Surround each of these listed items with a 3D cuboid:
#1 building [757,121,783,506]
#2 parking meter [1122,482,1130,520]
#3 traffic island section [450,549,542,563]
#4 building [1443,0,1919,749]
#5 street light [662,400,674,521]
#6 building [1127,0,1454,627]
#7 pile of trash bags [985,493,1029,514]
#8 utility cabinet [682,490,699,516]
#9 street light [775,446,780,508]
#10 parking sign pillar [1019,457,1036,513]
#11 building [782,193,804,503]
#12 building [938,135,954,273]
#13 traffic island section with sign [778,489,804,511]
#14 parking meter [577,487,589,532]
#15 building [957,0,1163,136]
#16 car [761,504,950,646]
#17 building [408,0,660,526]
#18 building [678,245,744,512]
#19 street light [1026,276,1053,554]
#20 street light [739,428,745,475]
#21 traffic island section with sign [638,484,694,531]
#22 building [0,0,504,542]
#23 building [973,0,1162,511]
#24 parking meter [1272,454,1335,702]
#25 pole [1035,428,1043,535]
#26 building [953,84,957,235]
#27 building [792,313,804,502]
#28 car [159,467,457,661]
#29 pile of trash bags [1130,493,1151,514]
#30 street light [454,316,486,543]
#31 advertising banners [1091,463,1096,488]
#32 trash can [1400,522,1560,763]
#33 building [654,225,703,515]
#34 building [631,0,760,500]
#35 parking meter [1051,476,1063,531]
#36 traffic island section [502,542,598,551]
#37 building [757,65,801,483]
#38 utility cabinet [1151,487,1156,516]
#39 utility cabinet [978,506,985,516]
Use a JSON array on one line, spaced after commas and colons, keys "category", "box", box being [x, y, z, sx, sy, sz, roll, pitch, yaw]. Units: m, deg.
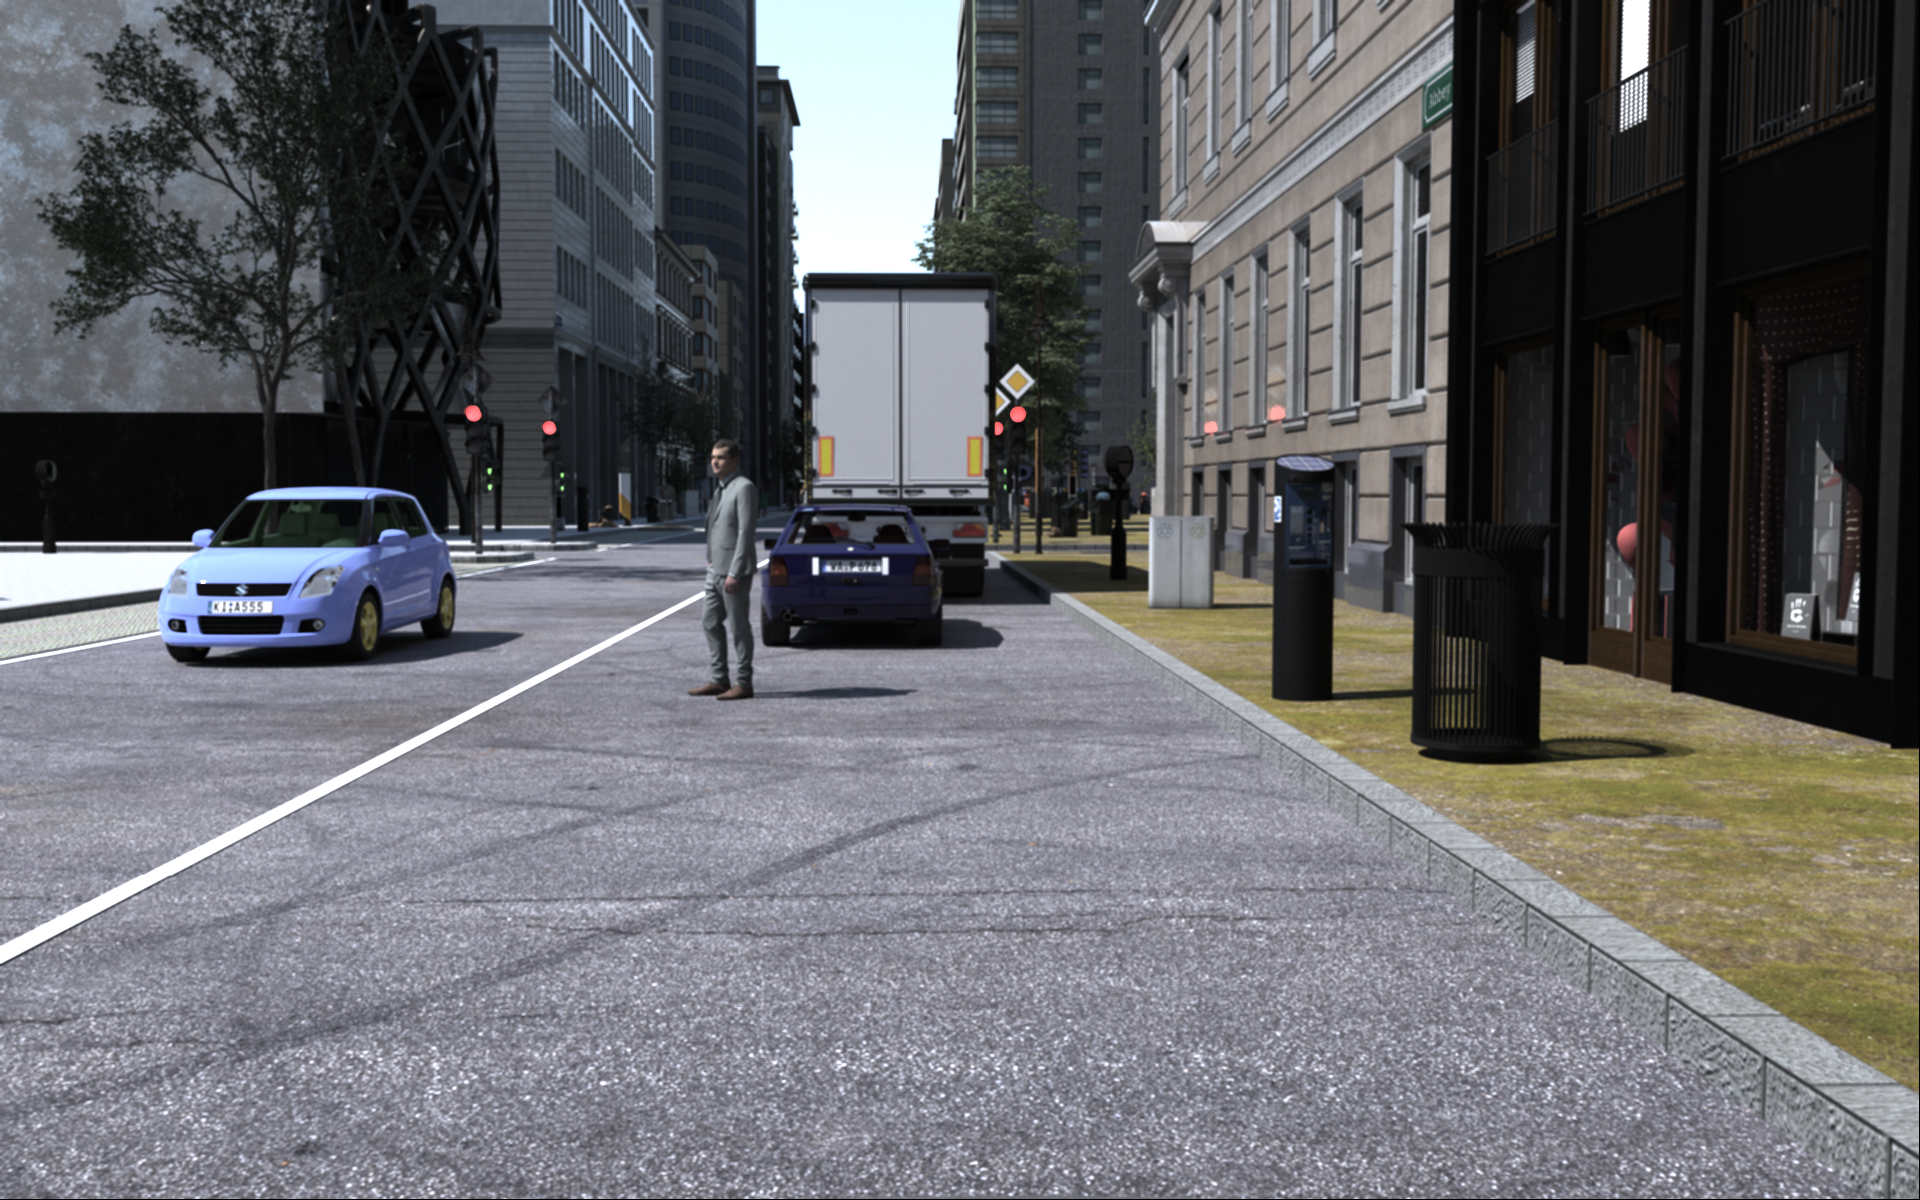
[{"category": "building", "box": [-26.448, -30.627, 184.352, 14.154, 41.232, 14.086, 0, 4, -2]}, {"category": "parking meter", "box": [8.204, -4.904, 85.893, 0.399, 1.863, 0.255, 2, 4, 24]}, {"category": "traffic island section", "box": [-10.285, -0.899, 36.977, 2.009, 0.180, 2.903, 0, 4, -2]}, {"category": "building", "box": [10.810, -10.865, 7.321, 12.332, 23.373, 15.834, 0, 4, -2]}, {"category": "street light", "box": [-13.965, -6.719, 82.637, 0.468, 5.910, 1.993, 0, 4, -2]}, {"category": "building", "box": [10.525, -14.630, 25.101, 13.634, 28.700, 20.117, 0, 4, -2]}, {"category": "pile of trash bags", "box": [3.201, -6.387, 114.176, 3.447, 1.369, 1.912, 1, 4, 23]}, {"category": "utility cabinet", "box": [-15.630, -5.605, 100.318, 0.318, 1.500, 1.173, 2, 4, 31]}, {"category": "street light", "box": [-16.749, -11.418, 159.464, 0.468, 5.910, 1.993, 0, 4, -2]}, {"category": "parking sign pillar", "box": [4.413, -7.847, 116.771, 1.447, 3.967, 1.447, 1, 4, 20]}, {"category": "building", "box": [-34.456, -38.444, 248.168, 23.786, 49.044, 30.456, 0, 4, -2]}, {"category": "building", "box": [8.036, -36.796, 225.311, 21.300, 48.544, 21.600, 0, 4, -2]}, {"category": "traffic island section with sign", "box": [-14.205, -8.331, 144.846, 1.989, 1.847, 2.006, 0, 4, -2]}, {"category": "parking meter", "box": [-12.927, -3.116, 59.350, 0.372, 1.533, 0.369, 0, 3, 0]}, {"category": "building", "box": [10.712, -32.382, 153.150, 21.300, 48.544, 21.600, 0, 4, -2]}, {"category": "car", "box": [-1.064, -0.315, 17.735, 1.945, 1.354, 3.894, 0, 4, -2]}, {"category": "building", "box": [-22.160, -18.708, 83.376, 11.434, 29.767, 29.804, 0, 4, -2]}, {"category": "building", "box": [-32.011, -17.699, 134.423, 27.650, 21.520, 28.899, 0, 4, -2]}, {"category": "street light", "box": [1.689, -3.923, 36.927, 0.468, 5.910, 1.993, 0, 4, -2]}, {"category": "street light", "box": [-15.305, -9.096, 121.503, 0.468, 5.910, 1.993, 0, 4, -2]}, {"category": "traffic island section with sign", "box": [-11.404, -3.595, 67.400, 1.989, 1.847, 2.006, 0, 4, -2]}, {"category": "building", "box": [-23.333, -11.412, 54.036, 16.820, 18.784, 16.811, 0, 4, -2]}, {"category": "building", "box": [7.934, -27.637, 135.452, 14.154, 41.232, 14.086, 0, 4, -2]}, {"category": "parking meter", "box": [2.150, -0.149, 10.839, 0.372, 1.533, 0.369, 0, 3, 0]}, {"category": "pole", "box": [2.455, -3.667, 53.798, 0.158, 3.312, 0.155, 0, 3, 0]}, {"category": "building", "box": [10.682, -34.222, 179.130, 23.786, 49.044, 30.456, 0, 4, -2]}, {"category": "building", "box": [-30.026, -30.547, 271.150, 14.160, 30.474, 14.107, 0, 4, -2]}, {"category": "car", "box": [-5.927, -0.391, 15.988, 1.945, 1.707, 3.694, 0, 4, -1]}, {"category": "pile of trash bags", "box": [11.535, -6.188, 110.918, 1.912, 1.369, 3.447, 1, 4, 15]}, {"category": "street light", "box": [-12.676, -4.416, 44.991, 0.468, 5.910, 1.993, 0, 4, -2]}, {"category": "advertising banners", "box": [8.042, -6.262, 98.578, 0.090, 3.025, 2.074, 3, 5, 39]}, {"category": "trash can", "box": [2.524, 0.195, 8.458, 0.748, 1.137, 0.748, 0, 3, 0]}, {"category": "building", "box": [-22.415, -14.916, 108.501, 10.561, 19.102, 19.286, 0, 4, -2]}, {"category": "building", "box": [-30.624, -37.954, 162.550, 21.231, 58.520, 28.212, 0, 4, -2]}, {"category": "parking meter", "box": [3.067, -3.004, 54.833, 0.255, 1.863, 0.399, 2, 4, 34]}, {"category": "traffic island section", "box": [-10.574, -1.387, 44.957, 2.009, 0.180, 2.903, 0, 4, -2]}, {"category": "building", "box": [-34.898, -38.438, 217.707, 28.713, 52.752, 27.495, 0, 4, -2]}, {"category": "utility cabinet", "box": [6.449, -2.785, 54.216, 0.318, 1.500, 1.173, -2, 4, -32]}, {"category": "utility cabinet", "box": [0.842, -5.551, 99.443, 1.173, 1.500, 0.318, -2, 4, -31]}]
